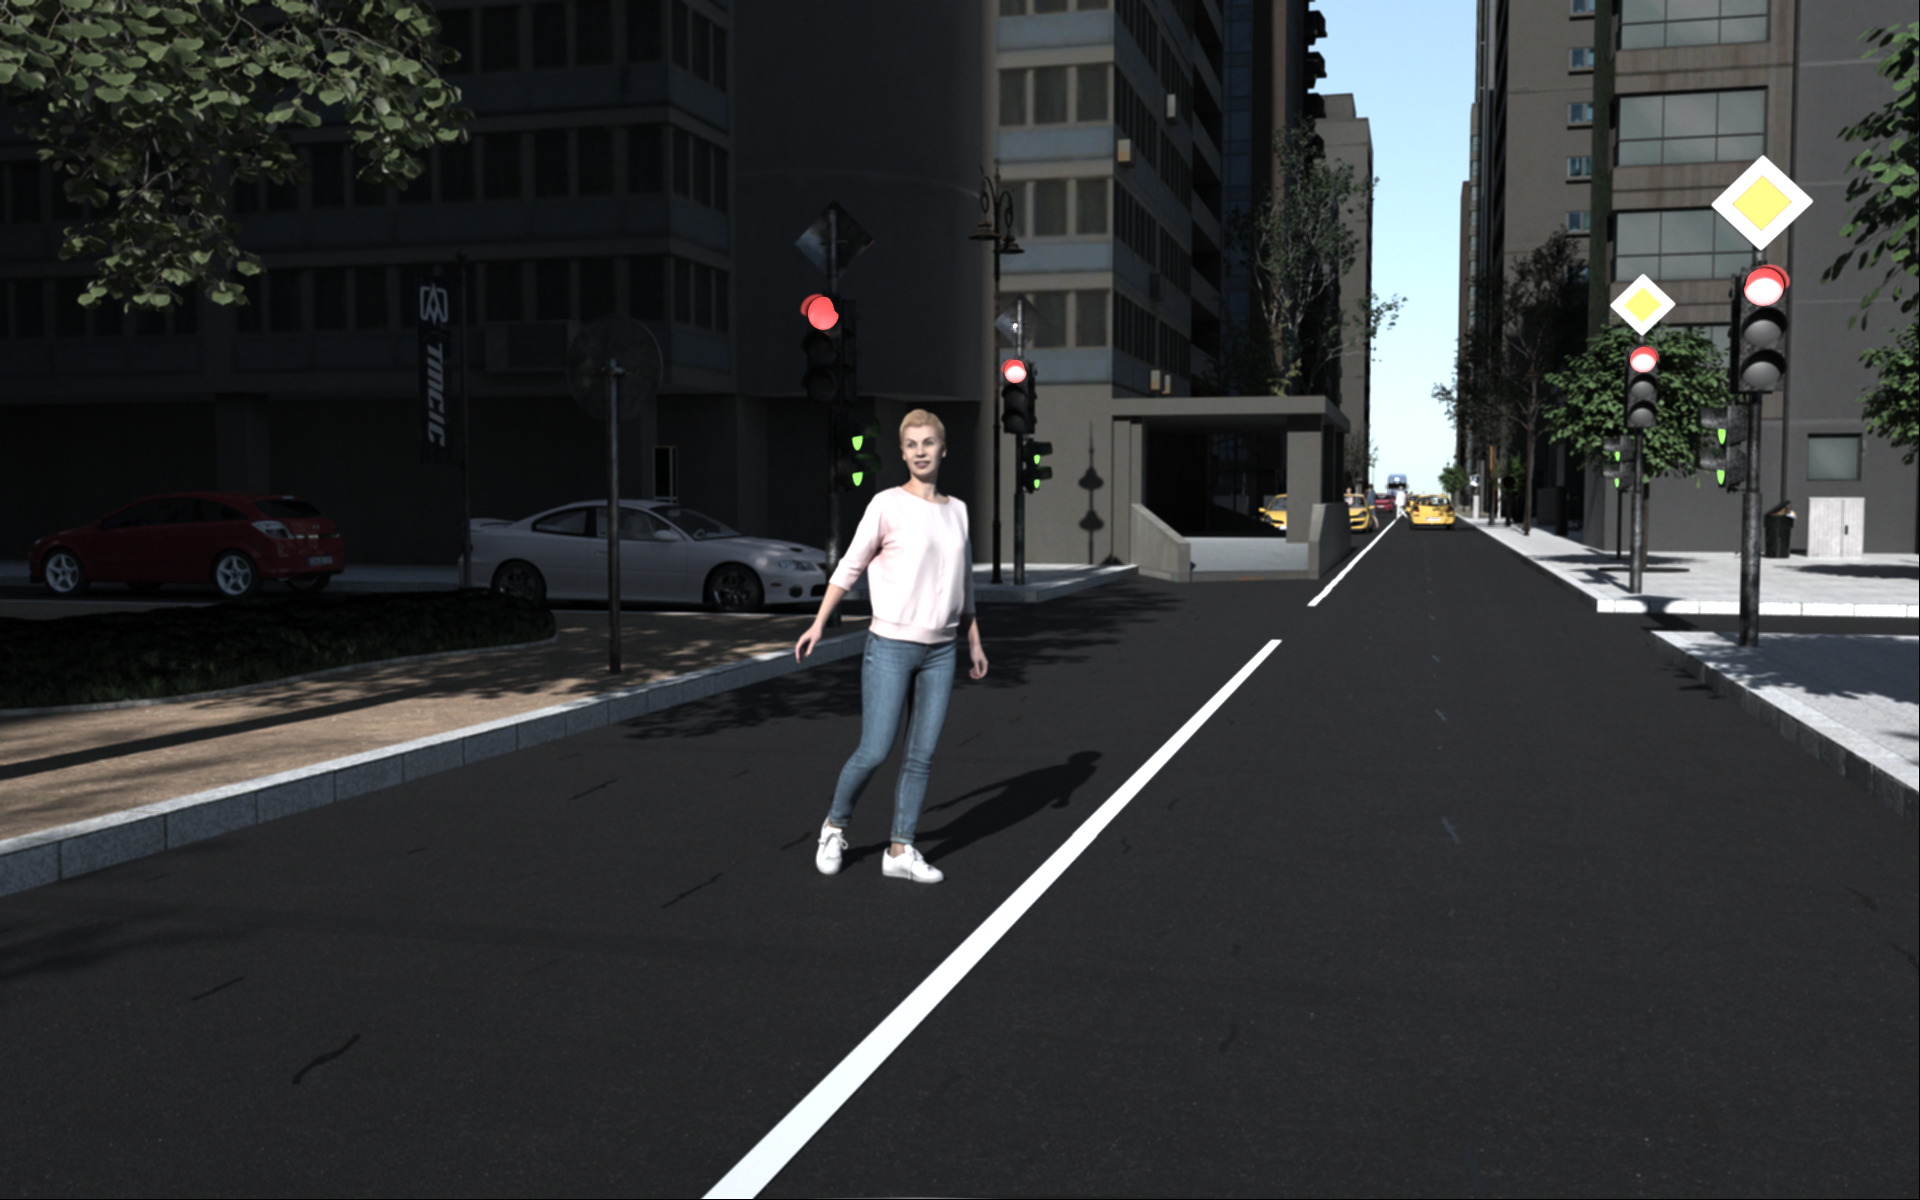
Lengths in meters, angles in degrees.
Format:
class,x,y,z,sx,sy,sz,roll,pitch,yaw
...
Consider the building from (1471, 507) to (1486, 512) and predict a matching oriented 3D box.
class,x,y,z,sx,sy,sz,roll,pitch,yaw
building,48.496,-42.022,125.319,20.563,71.187,20.611,1,4,15

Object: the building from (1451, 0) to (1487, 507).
class,x,y,z,sx,sy,sz,roll,pitch,yaw
building,74.023,-47.875,221.005,20.563,71.187,20.611,1,4,15

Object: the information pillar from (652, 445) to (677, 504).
class,x,y,z,sx,sy,sz,roll,pitch,yaw
information pillar,-4.473,-1.333,26.292,0.304,2.012,0.304,0,4,6

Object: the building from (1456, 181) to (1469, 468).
class,x,y,z,sx,sy,sz,roll,pitch,yaw
building,76.109,-36.031,239.217,14.600,45.320,14.200,1,4,15

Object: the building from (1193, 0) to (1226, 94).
class,x,y,z,sx,sy,sz,roll,pitch,yaw
building,-1.203,-27.258,69.366,21.300,48.544,21.600,1,4,15

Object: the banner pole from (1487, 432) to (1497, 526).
class,x,y,z,sx,sy,sz,roll,pitch,yaw
banner pole,21.646,-4.909,70.287,0.401,3.779,0.863,1,4,23

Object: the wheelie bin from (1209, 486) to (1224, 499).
class,x,y,z,sx,sy,sz,roll,pitch,yaw
wheelie bin,14.349,-5.401,96.220,0.980,1.594,0.693,-2,4,-34

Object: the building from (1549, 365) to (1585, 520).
class,x,y,z,sx,sy,sz,roll,pitch,yaw
building,38.938,-46.574,74.164,22.319,86.520,31.000,1,4,15

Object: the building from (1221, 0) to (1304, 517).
class,x,y,z,sx,sy,sz,roll,pitch,yaw
building,13.365,-27.857,105.574,14.600,45.320,14.200,1,4,15

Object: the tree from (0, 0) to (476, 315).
class,x,y,z,sx,sy,sz,roll,pitch,yaw
tree,-5.097,-5.415,6.662,7.486,12.596,7.792,0,3,0

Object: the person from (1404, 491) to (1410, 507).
class,x,y,z,sx,sy,sz,roll,pitch,yaw
person,48.219,-10.902,187.454,1.217,1.736,0.721,-1,4,-9

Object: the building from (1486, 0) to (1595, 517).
class,x,y,z,sx,sy,sz,roll,pitch,yaw
building,43.875,-29.445,105.131,21.300,48.544,21.600,1,4,15

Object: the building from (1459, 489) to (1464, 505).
class,x,y,z,sx,sy,sz,roll,pitch,yaw
building,74.501,-30.986,198.496,32.217,40.220,23.993,1,4,15

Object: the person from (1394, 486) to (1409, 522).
class,x,y,z,sx,sy,sz,roll,pitch,yaw
person,22.659,-4.922,88.855,0.818,1.842,0.514,3,4,36

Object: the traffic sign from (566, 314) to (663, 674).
class,x,y,z,sx,sy,sz,roll,pitch,yaw
traffic sign,-2.469,-0.747,12.320,0.768,2.556,0.104,1,4,18

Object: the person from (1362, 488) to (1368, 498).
class,x,y,z,sx,sy,sz,roll,pitch,yaw
person,28.977,-7.037,123.521,1.348,1.831,0.705,-1,4,-17

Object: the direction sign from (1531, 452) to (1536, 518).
class,x,y,z,sx,sy,sz,roll,pitch,yaw
direction sign,30.830,-6.207,93.485,0.379,3.537,0.876,-1,4,-10

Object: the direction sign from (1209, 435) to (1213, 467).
class,x,y,z,sx,sy,sz,roll,pitch,yaw
direction sign,6.979,-3.533,49.767,0.379,3.537,0.876,-2,4,-27

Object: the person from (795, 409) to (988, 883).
class,x,y,z,sx,sy,sz,roll,pitch,yaw
person,-0.322,0.167,6.447,0.598,1.740,0.731,3,5,44

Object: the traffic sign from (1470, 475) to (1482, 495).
class,x,y,z,sx,sy,sz,roll,pitch,yaw
traffic sign,26.906,-5.395,90.340,0.606,2.300,0.079,2,4,24

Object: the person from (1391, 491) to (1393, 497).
class,x,y,z,sx,sy,sz,roll,pitch,yaw
person,50.335,-11.796,202.072,0.721,1.735,1.217,0,4,-3

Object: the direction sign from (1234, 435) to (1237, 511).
class,x,y,z,sx,sy,sz,roll,pitch,yaw
direction sign,8.453,-3.745,53.226,0.379,3.537,0.876,0,4,6

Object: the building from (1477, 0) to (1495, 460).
class,x,y,z,sx,sy,sz,roll,pitch,yaw
building,55.964,-37.145,149.324,21.231,58.520,28.212,1,4,15

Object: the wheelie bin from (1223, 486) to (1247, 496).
class,x,y,z,sx,sy,sz,roll,pitch,yaw
wheelie bin,13.567,-4.680,84.418,0.693,1.594,0.980,-3,5,-43

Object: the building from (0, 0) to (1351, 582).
class,x,y,z,sx,sy,sz,roll,pitch,yaw
building,-7.758,-21.212,38.704,32.217,40.220,23.993,1,4,15

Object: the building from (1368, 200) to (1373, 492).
class,x,y,z,sx,sy,sz,roll,pitch,yaw
building,47.614,-33.541,231.983,14.154,41.232,14.086,1,4,15

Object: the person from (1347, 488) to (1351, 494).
class,x,y,z,sx,sy,sz,roll,pitch,yaw
person,19.736,-4.814,87.886,0.598,1.740,0.731,-3,5,-41

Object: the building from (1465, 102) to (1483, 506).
class,x,y,z,sx,sy,sz,roll,pitch,yaw
building,60.686,-30.512,182.466,14.154,41.232,14.086,1,4,15

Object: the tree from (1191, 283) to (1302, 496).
class,x,y,z,sx,sy,sz,roll,pitch,yaw
tree,10.051,-6.793,61.427,4.737,8.622,4.395,0,3,0

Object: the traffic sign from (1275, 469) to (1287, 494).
class,x,y,z,sx,sy,sz,roll,pitch,yaw
traffic sign,13.258,-4.227,71.237,0.606,2.300,0.079,1,4,19

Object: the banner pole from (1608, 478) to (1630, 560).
class,x,y,z,sx,sy,sz,roll,pitch,yaw
banner pole,12.940,-2.698,34.134,0.401,3.779,0.863,0,4,1

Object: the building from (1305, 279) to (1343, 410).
class,x,y,z,sx,sy,sz,roll,pitch,yaw
building,19.788,-19.066,156.767,27.650,21.520,28.899,1,4,15

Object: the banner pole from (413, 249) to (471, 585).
class,x,y,z,sx,sy,sz,roll,pitch,yaw
banner pole,-5.202,-1.687,17.604,0.401,3.779,0.863,2,4,29

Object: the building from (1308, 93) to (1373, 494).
class,x,y,z,sx,sy,sz,roll,pitch,yaw
building,39.859,-36.189,215.389,21.300,48.544,21.600,1,4,15

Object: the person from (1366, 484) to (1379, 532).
class,x,y,z,sx,sy,sz,roll,pitch,yaw
person,15.670,-3.509,65.901,0.581,1.822,0.654,-2,4,-27

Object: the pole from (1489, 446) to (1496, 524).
class,x,y,z,sx,sy,sz,roll,pitch,yaw
pole,22.562,-4.865,73.382,0.158,3.312,0.155,0,3,0

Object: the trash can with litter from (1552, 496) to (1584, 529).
class,x,y,z,sx,sy,sz,roll,pitch,yaw
trash can with litter,22.836,-3.201,63.388,2.233,1.210,1.678,1,4,18

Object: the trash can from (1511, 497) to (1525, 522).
class,x,y,z,sx,sy,sz,roll,pitch,yaw
trash can,25.414,-4.100,78.687,0.748,1.137,0.748,0,3,0

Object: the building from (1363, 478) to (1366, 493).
class,x,y,z,sx,sy,sz,roll,pitch,yaw
building,29.155,-30.756,194.735,32.217,40.220,23.993,1,4,15

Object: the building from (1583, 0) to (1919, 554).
class,x,y,z,sx,sy,sz,roll,pitch,yaw
building,22.919,-21.934,42.215,14.154,41.232,14.086,1,4,15

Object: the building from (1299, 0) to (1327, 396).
class,x,y,z,sx,sy,sz,roll,pitch,yaw
building,15.173,-28.919,127.452,22.147,44.769,28.867,1,4,15

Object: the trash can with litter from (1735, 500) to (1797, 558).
class,x,y,z,sx,sy,sz,roll,pitch,yaw
trash can with litter,16.159,-1.428,34.737,1.055,1.170,0.624,1,4,15

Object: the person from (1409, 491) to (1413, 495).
class,x,y,z,sx,sy,sz,roll,pitch,yaw
person,58.312,-13.165,223.765,1.348,1.821,0.705,2,4,27
